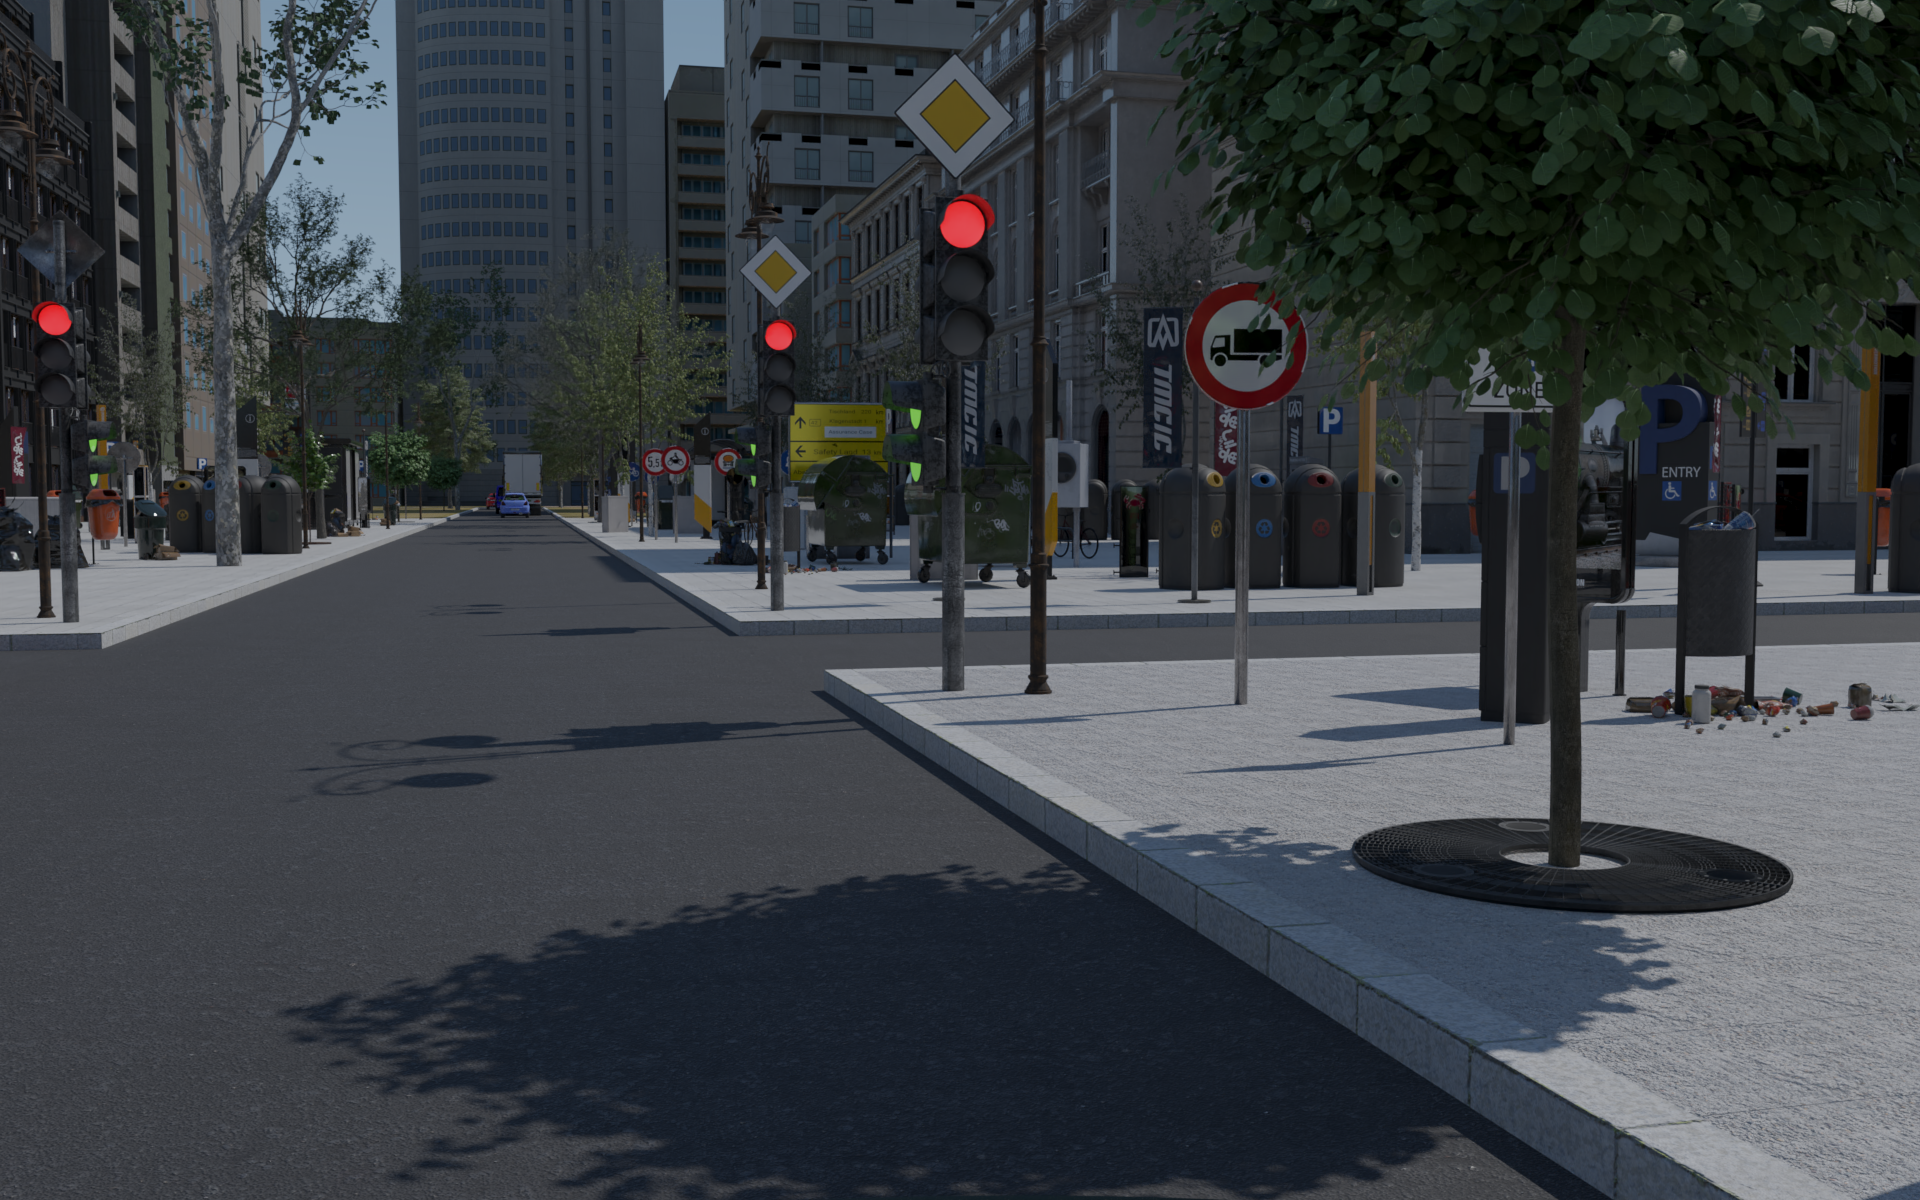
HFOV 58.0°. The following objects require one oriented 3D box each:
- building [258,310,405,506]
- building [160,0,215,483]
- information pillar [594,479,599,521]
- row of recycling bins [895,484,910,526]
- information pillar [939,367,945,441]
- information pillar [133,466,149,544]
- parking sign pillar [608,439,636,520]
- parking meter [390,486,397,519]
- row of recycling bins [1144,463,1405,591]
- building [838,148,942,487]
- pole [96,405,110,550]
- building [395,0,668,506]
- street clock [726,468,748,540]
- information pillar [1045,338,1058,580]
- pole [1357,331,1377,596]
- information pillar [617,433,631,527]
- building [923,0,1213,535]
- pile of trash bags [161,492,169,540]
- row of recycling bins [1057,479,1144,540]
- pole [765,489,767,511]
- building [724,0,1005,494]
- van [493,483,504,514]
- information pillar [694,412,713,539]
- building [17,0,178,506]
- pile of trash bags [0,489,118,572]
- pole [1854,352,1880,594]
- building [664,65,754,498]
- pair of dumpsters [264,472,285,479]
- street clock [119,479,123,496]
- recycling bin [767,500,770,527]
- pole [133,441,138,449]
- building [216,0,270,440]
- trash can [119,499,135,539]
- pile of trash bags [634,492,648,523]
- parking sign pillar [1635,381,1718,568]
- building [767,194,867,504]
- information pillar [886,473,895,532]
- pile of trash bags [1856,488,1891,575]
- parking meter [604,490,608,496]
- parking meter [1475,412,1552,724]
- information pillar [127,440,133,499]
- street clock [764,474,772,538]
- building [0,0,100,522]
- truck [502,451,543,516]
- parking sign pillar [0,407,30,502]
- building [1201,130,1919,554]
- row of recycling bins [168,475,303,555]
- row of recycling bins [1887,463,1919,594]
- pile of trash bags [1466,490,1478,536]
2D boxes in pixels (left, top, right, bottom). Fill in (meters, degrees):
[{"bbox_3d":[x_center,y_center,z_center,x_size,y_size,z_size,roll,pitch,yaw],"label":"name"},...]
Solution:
[{"bbox_3d":[-77.118,-21.254,192.540,28.899,21.520,27.650,-1,4,-14],"label":"building"},{"bbox_3d":[-53.855,-27.846,105.399,14.600,45.320,14.200,-1,4,-14],"label":"building"},{"bbox_3d":[-17.555,-4.856,83.895,0.304,2.012,0.304,0,4,1],"label":"information pillar"},{"bbox_3d":[-3.608,-3.926,71.307,3.534,1.692,1.069,1,4,21],"label":"row of recycling bins"},{"bbox_3d":[-0.170,-2.472,31.767,0.183,3.616,0.504,-3,4,-38],"label":"information pillar"},{"bbox_3d":[-21.188,-2.467,44.821,0.304,2.012,0.304,-1,4,-11],"label":"information pillar"},{"bbox_3d":[-16.492,-5.869,84.428,1.447,3.967,1.447,-3,4,-36],"label":"parking sign pillar"},{"bbox_3d":[-29.185,-5.115,89.348,0.255,1.863,0.399,0,4,7],"label":"parking meter"},{"bbox_3d":[4.408,-1.020,23.784,3.534,1.692,1.069,-1,4,-16],"label":"row of recycling bins"},{"bbox_3d":[0.783,-13.628,87.438,10.561,19.102,19.286,-1,4,-14],"label":"building"},{"bbox_3d":[-19.678,-2.810,39.780,0.158,3.312,0.155,0,3,0],"label":"pole"},{"bbox_3d":[-48.182,-39.955,195.265,28.212,58.520,21.231,-1,4,-14],"label":"building"},{"bbox_3d":[-6.157,-2.626,47.503,0.471,2.002,0.358,0,4,2],"label":"street clock"},{"bbox_3d":[1.347,-2.111,25.872,0.183,3.616,0.504,-1,4,-14],"label":"information pillar"},{"bbox_3d":[5.135,-1.713,21.851,0.158,3.312,0.155,0,3,0],"label":"pole"},{"bbox_3d":[-12.942,-4.608,66.692,0.504,3.616,0.183,-3,5,-44],"label":"information pillar"},{"bbox_3d":[7.716,-13.734,66.348,13.314,21.916,24.055,-1,4,-14],"label":"building"},{"bbox_3d":[-21.333,-2.369,48.487,1.912,1.369,3.447,-3,4,-39],"label":"pile of trash bags"},{"bbox_3d":[4.204,-2.534,48.545,3.534,1.692,1.069,0,4,-8],"label":"row of recycling bins"},{"bbox_3d":[-6.645,-3.978,58.886,0.158,3.312,0.155,0,3,0],"label":"pole"},{"bbox_3d":[-4.544,-33.913,143.720,28.713,52.752,27.495,-1,4,-14],"label":"building"},{"bbox_3d":[-32.744,-7.417,125.656,2.240,2.365,5.245,-1,4,-15],"label":"van"},{"bbox_3d":[-7.329,-3.550,49.405,0.504,3.616,0.183,0,4,1],"label":"information pillar"},{"bbox_3d":[-50.752,-19.588,91.963,14.160,30.474,14.107,-1,4,-14],"label":"building"},{"bbox_3d":[-16.015,-1.245,30.115,1.912,1.369,3.447,1,4,19],"label":"pile of trash bags"},{"bbox_3d":[11.635,-1.734,22.199,0.158,3.312,0.155,0,3,0],"label":"pole"},{"bbox_3d":[-23.961,-35.342,201.549,21.600,48.544,21.300,-1,4,-14],"label":"building"},{"bbox_3d":[-26.838,-4.052,68.751,1.574,2.255,4.437,-1,4,-14],"label":"pair of dumpsters"},{"bbox_3d":[-40.790,-4.881,84.367,0.358,2.002,0.471,-1,4,-20],"label":"street clock"},{"bbox_3d":[-7.490,-3.438,68.773,0.722,1.027,0.722,0,4,6],"label":"recycling bin"},{"bbox_3d":[-31.423,-4.419,66.096,0.158,3.312,0.155,0,3,0],"label":"pole"},{"bbox_3d":[-67.338,-32.989,128.606,27.495,52.752,28.713,-1,4,-14],"label":"building"},{"bbox_3d":[-23.808,-2.331,49.773,0.748,1.137,0.748,0,3,0],"label":"trash can"},{"bbox_3d":[-13.146,-4.058,76.099,3.447,1.369,1.912,3,5,41],"label":"pile of trash bags"},{"bbox_3d":[12.748,-2.588,30.779,1.447,3.967,1.447,-3,5,-43],"label":"parking sign pillar"},{"bbox_3d":[2.687,-16.662,117.469,27.650,21.520,28.899,-1,4,-14],"label":"building"},{"bbox_3d":[-2.398,-3.345,59.182,0.304,2.012,0.304,1,4,12],"label":"information pillar"},{"bbox_3d":[15.892,-1.056,27.010,3.447,1.369,1.912,2,4,31],"label":"pile of trash bags"},{"bbox_3d":[-18.361,-5.004,90.224,0.372,1.533,0.369,0,3,0],"label":"parking meter"},{"bbox_3d":[3.129,-0.248,9.771,0.399,1.863,0.255,2,4,29],"label":"parking meter"},{"bbox_3d":[-36.160,-5.148,75.525,0.183,3.616,0.504,0,4,6],"label":"information pillar"},{"bbox_3d":[-5.691,-2.794,50.257,0.471,2.002,0.358,-1,4,-10],"label":"street clock"},{"bbox_3d":[-44.461,-14.815,71.910,12.332,23.373,15.834,-1,4,-14],"label":"building"},{"bbox_3d":[-29.725,-7.880,117.743,2.839,4.237,11.283,-1,4,-14],"label":"truck"},{"bbox_3d":[-29.524,-4.002,53.911,1.447,3.967,1.447,2,4,35],"label":"parking sign pillar"},{"bbox_3d":[19.967,-15.115,44.390,25.104,27.353,12.463,-1,4,-14],"label":"building"},{"bbox_3d":[-15.763,-1.869,37.675,3.534,1.692,1.069,2,4,24],"label":"row of recycling bins"},{"bbox_3d":[13.804,-0.976,23.069,3.534,1.692,1.069,-1,4,-21],"label":"row of recycling bins"},{"bbox_3d":[11.502,-1.546,35.034,3.447,1.369,1.912,-2,4,-35],"label":"pile of trash bags"}]
